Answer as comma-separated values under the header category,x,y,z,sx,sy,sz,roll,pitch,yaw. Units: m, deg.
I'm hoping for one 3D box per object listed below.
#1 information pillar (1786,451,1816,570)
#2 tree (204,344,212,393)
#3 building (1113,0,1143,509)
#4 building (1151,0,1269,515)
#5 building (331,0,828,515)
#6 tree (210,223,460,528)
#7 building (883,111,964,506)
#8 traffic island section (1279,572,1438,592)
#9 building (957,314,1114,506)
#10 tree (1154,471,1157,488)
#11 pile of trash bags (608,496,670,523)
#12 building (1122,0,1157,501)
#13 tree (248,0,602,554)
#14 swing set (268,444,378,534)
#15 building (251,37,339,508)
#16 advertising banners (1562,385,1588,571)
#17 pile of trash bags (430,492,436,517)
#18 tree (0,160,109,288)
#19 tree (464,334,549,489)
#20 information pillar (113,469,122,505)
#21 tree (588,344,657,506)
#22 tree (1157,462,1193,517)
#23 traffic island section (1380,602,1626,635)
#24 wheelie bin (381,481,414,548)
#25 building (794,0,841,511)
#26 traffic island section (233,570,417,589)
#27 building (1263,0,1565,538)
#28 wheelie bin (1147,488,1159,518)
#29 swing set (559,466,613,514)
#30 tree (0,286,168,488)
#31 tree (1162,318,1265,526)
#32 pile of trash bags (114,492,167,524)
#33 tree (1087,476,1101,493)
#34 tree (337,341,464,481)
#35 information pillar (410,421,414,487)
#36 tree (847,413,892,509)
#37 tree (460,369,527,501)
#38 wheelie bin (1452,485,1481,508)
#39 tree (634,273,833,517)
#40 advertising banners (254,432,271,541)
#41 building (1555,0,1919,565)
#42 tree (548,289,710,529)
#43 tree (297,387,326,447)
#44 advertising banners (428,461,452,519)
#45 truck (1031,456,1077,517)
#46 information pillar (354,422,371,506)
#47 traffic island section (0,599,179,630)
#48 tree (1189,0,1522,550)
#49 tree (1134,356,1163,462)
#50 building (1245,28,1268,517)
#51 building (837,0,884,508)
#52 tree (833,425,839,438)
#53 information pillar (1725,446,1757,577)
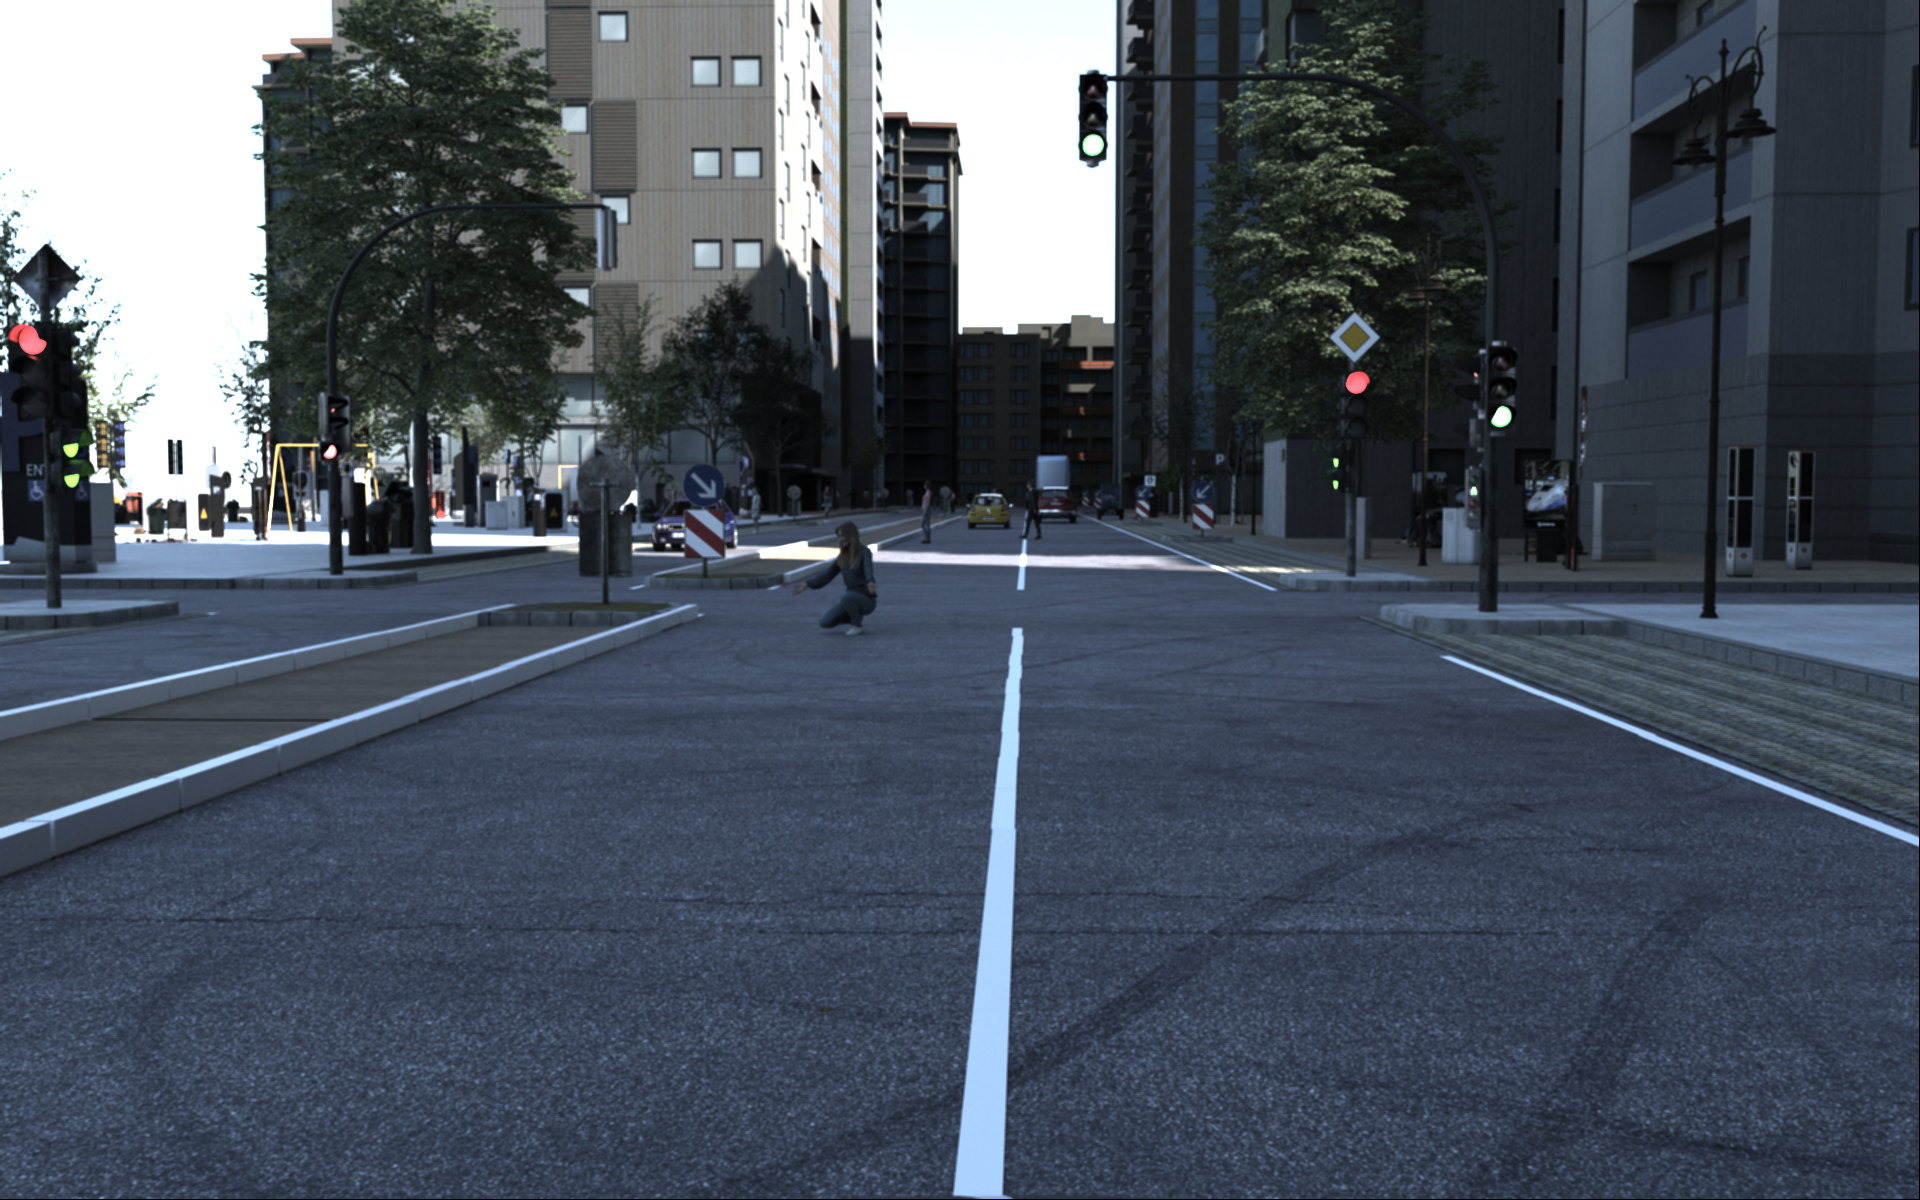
category,x,y,z,sx,sy,sz,roll,pitch,yaw
information pillar,14.266,-1.523,29.397,0.304,2.012,0.304,0,4,-6
tree,-26.484,-7.033,65.344,4.360,8.622,3.978,0,3,0
building,24.943,-37.886,161.432,21.231,58.520,28.212,0,4,2
building,19.861,-28.209,111.322,14.600,45.320,14.200,0,4,2
building,-23.893,-32.254,116.598,28.713,52.752,27.495,0,4,2
tree,-16.178,-5.788,44.996,4.360,8.622,3.978,0,3,0
building,-14.277,-33.258,198.397,28.867,44.769,22.147,0,4,2
traffic island section,6.094,-0.283,26.915,2.009,0.180,2.903,0,4,2
building,14.666,-21.714,200.063,28.899,21.520,27.650,0,4,2
tree,12.289,-6.666,103.598,1.663,3.219,1.824,0,3,0
pile of trash bags,-14.476,-4.124,77.181,3.447,1.369,1.912,-3,5,-44
building,24.119,-29.281,133.375,22.147,44.769,28.867,0,4,2
tree,-11.178,-7.271,37.007,7.486,12.596,7.792,0,3,0
swing set,-19.924,-3.492,54.714,3.119,2.851,2.862,0,4,-7
building,-50.795,-31.375,167.602,28.867,44.769,22.147,0,4,2
advertising banners,10.278,-2.003,28.929,0.090,3.025,2.074,1,4,12
pile of trash bags,-30.619,-5.284,96.143,3.447,1.369,1.912,-2,4,-23
tree,-20.902,-5.370,38.161,4.737,8.622,4.395,0,3,0
tree,-19.011,-7.757,77.189,4.737,8.622,4.395,0,3,0
information pillar,-45.952,-6.303,94.401,0.504,3.616,0.183,0,4,-1
tree,-16.346,-8.209,84.572,4.360,8.622,3.978,0,3,0
tree,12.130,-6.161,95.332,1.663,3.219,1.824,0,3,0
traffic island section,5.780,0.205,18.936,2.009,0.180,2.903,0,4,2
wheelie bin,-13.308,-2.038,41.227,0.693,1.594,0.980,1,4,21
building,-17.146,-29.807,137.454,14.600,45.320,14.200,0,4,2
traffic island section,-9.935,-0.322,27.548,2.009,0.180,2.903,0,4,2
building,16.743,-17.390,56.023,14.160,30.474,14.107,0,4,2
wheelie bin,10.472,-5.285,94.312,0.693,1.594,0.980,0,4,2
swing set,-21.050,-6.067,96.816,3.119,2.851,2.862,-1,4,-13
tree,-32.314,-7.001,64.825,4.737,8.622,4.395,0,3,0
tree,11.086,-7.275,69.311,4.360,8.622,3.978,0,3,0
pile of trash bags,-38.014,-4.321,80.397,1.912,1.369,3.447,-1,4,-10
tree,14.147,-11.294,179.265,1.663,3.219,1.824,0,3,0
tree,-24.338,-7.776,77.504,4.737,8.622,4.395,0,3,0
information pillar,-16.791,-3.784,53.230,0.183,3.616,0.504,-2,4,-31
tree,-7.736,-12.368,152.577,4.737,8.622,4.395,0,3,0
tree,-26.190,-8.965,96.944,4.360,8.622,3.978,0,3,0
wheelie bin,10.918,-1.786,37.114,0.693,1.594,0.980,0,4,4
tree,-10.271,-8.476,72.993,7.601,10.594,8.767,1,4,10
advertising banners,-19.444,-3.191,48.363,0.090,3.025,2.074,-1,4,-11
building,29.657,-30.187,35.565,28.212,58.520,21.231,0,4,2
tree,-11.473,-6.870,62.690,4.737,8.622,4.395,0,3,0
tree,-31.416,-8.416,87.966,4.737,8.622,4.395,0,3,0
advertising banners,-26.897,-5.717,89.657,2.074,3.025,0.090,-3,5,-40
truck,6.284,-7.678,115.301,2.967,4.110,18.799,0,4,2
information pillar,-19.475,-3.983,56.484,0.504,3.616,0.183,-1,4,-15
traffic island section,-10.249,0.166,19.569,2.009,0.180,2.903,0,4,2
tree,8.740,-7.379,38.781,7.486,12.596,7.792,0,3,0
tree,10.912,-8.290,85.903,4.360,8.622,3.978,0,3,0
building,26.730,-28.483,85.313,23.786,49.044,30.456,0,4,2
building,-21.691,-38.201,166.588,28.212,58.520,21.231,0,4,2
tree,-10.423,-9.953,97.138,7.601,10.594,8.767,-2,4,-26
information pillar,12.044,-1.359,26.715,0.304,2.012,0.304,0,3,0
